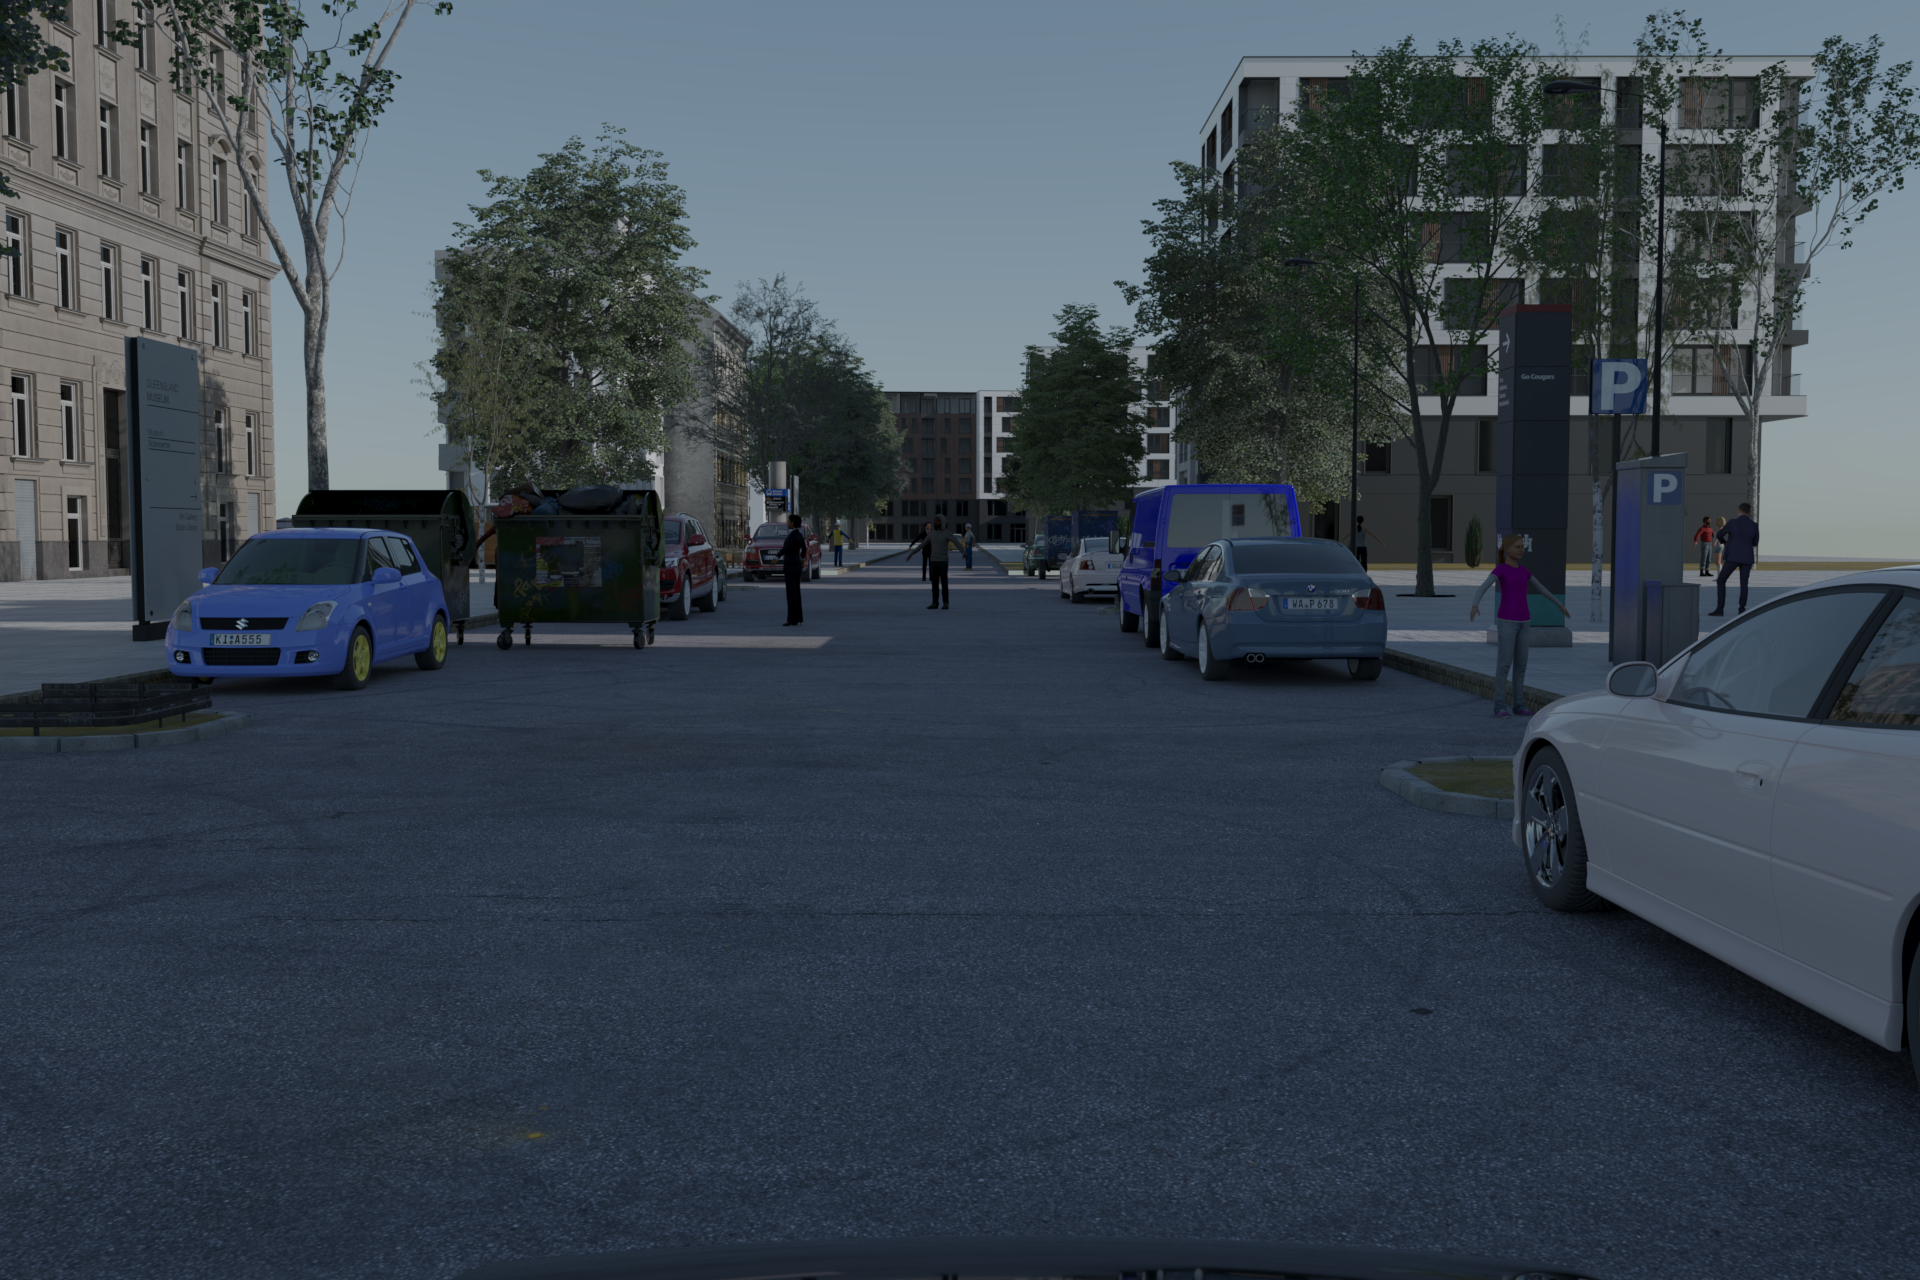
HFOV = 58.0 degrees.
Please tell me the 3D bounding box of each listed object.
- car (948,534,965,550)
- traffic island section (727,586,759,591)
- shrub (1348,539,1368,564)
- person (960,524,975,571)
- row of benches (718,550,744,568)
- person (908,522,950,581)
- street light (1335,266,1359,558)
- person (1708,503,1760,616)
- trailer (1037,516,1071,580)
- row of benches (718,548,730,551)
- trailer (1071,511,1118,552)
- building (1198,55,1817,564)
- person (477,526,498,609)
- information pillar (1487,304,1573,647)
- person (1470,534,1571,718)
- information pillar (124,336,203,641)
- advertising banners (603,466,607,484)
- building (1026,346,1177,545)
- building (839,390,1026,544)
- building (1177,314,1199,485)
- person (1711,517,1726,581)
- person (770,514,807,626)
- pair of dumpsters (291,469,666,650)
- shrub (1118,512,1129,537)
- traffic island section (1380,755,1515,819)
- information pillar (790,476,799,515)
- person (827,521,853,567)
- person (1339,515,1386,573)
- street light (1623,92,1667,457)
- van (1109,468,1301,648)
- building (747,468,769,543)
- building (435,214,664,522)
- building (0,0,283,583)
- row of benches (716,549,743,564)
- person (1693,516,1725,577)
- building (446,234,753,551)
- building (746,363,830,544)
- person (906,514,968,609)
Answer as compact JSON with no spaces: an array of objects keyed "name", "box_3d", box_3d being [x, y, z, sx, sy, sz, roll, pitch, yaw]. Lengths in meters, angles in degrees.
[{"name":"car","box_3d":[-0.476,-7.766,137.196,2.015,1.641,3.980,0,4,-1]},{"name":"traffic island section","box_3d":[-6.188,-1.309,44.272,1.991,0.108,1.994,0,4,0]},{"name":"shrub","box_3d":[14.821,-3.294,64.980,1.383,1.207,1.383,0,3,0]},{"name":"person","box_3d":[0.310,-3.663,68.203,0.705,1.847,1.347,2,4,28]},{"name":"row of benches","box_3d":[-8.145,-3.062,65.529,1.422,0.672,4.104,-3,4,-36]},{"name":"person","box_3d":[-0.965,-2.692,52.655,1.347,1.806,0.705,-1,4,-19]},{"name":"street light","box_3d":[7.230,-3.472,29.316,1.470,5.913,1.316,0,4,0]},{"name":"person","box_3d":[12.082,-1.258,27.058,0.683,1.767,0.568,0,4,4]},{"name":"trailer","box_3d":[3.207,-2.964,55.510,1.471,1.999,3.904,0,4,0]},{"name":"row of benches","box_3d":[-11.183,-3.849,78.401,1.422,0.672,4.104,-2,4,-24]},{"name":"trailer","box_3d":[3.348,-2.256,43.927,1.471,1.999,3.904,0,3,0]},{"name":"building","box_3d":[26.130,-15.088,90.664,27.936,21.610,32.646,0,4,0]},{"name":"person","box_3d":[-7.756,-1.395,29.620,1.215,1.729,0.721,0,4,3]},{"name":"information pillar","box_3d":[6.561,-1.865,19.867,0.750,3.857,0.750,0,4,1]},{"name":"person","box_3d":[4.361,-0.110,13.528,0.991,1.433,0.599,-2,4,-25]},{"name":"information pillar","box_3d":[-9.808,-1.840,21.394,0.184,3.620,1.656,0,4,-1]},{"name":"advertising banners","box_3d":[-9.103,-2.912,43.807,0.090,3.025,2.074,0,4,-1]},{"name":"building","box_3d":[21.638,-22.076,204.912,27.936,21.610,32.646,0,4,0]},{"name":"building","box_3d":[-1.074,-25.140,257.473,32.646,21.610,27.936,0,4,-7]},{"name":"building","box_3d":[25.854,-15.765,124.213,16.747,18.905,31.486,0,4,0]},{"name":"person","box_3d":[20.490,-2.469,46.973,0.721,1.753,1.214,2,4,27]},{"name":"person","box_3d":[-2.675,-1.094,27.073,0.721,1.740,1.216,1,4,17]},{"name":"pair of dumpsters","box_3d":[-6.012,-1.031,21.815,4.436,2.255,1.574,0,4,0]},{"name":"shrub","box_3d":[5.955,-3.592,62.770,1.661,2.075,1.752,0,3,0]},{"name":"traffic island section","box_3d":[3.403,0.815,9.548,1.991,0.108,1.994,0,4,0]},{"name":"information pillar","box_3d":[-6.708,-4.827,70.241,0.184,3.620,1.656,0,4,0]},{"name":"person","box_3d":[-4.714,-3.746,67.709,1.216,1.772,0.721,2,4,30]},{"name":"person","box_3d":[9.823,-2.179,42.438,1.217,1.737,0.721,2,4,25]},{"name":"street light","box_3d":[7.756,-2.775,17.905,1.470,5.913,1.316,0,3,0]},{"name":"van","box_3d":[3.272,-1.169,23.505,2.240,2.365,5.245,0,4,-1]},{"name":"building","box_3d":[-26.068,-15.965,203.175,9.099,9.664,28.070,0,4,-1]},{"name":"building","box_3d":[-25.018,-15.113,103.524,16.016,20.090,11.380,0,4,1]},{"name":"building","box_3d":[-30.982,-15.554,51.575,12.463,27.353,25.104,0,3,0]},{"name":"row of benches","box_3d":[-9.030,-3.535,73.266,4.104,0.672,1.422,1,4,22]},{"name":"person","box_3d":[22.507,-2.818,52.188,1.345,1.816,0.704,-2,4,-29]},{"name":"building","box_3d":[-26.074,-18.161,127.866,19.493,23.208,18.063,0,3,0]},{"name":"building","box_3d":[-26.846,-24.199,226.579,19.493,23.208,18.063,0,4,1]},{"name":"person","box_3d":[-0.401,-1.493,32.995,1.348,1.813,0.705,2,4,30]}]
